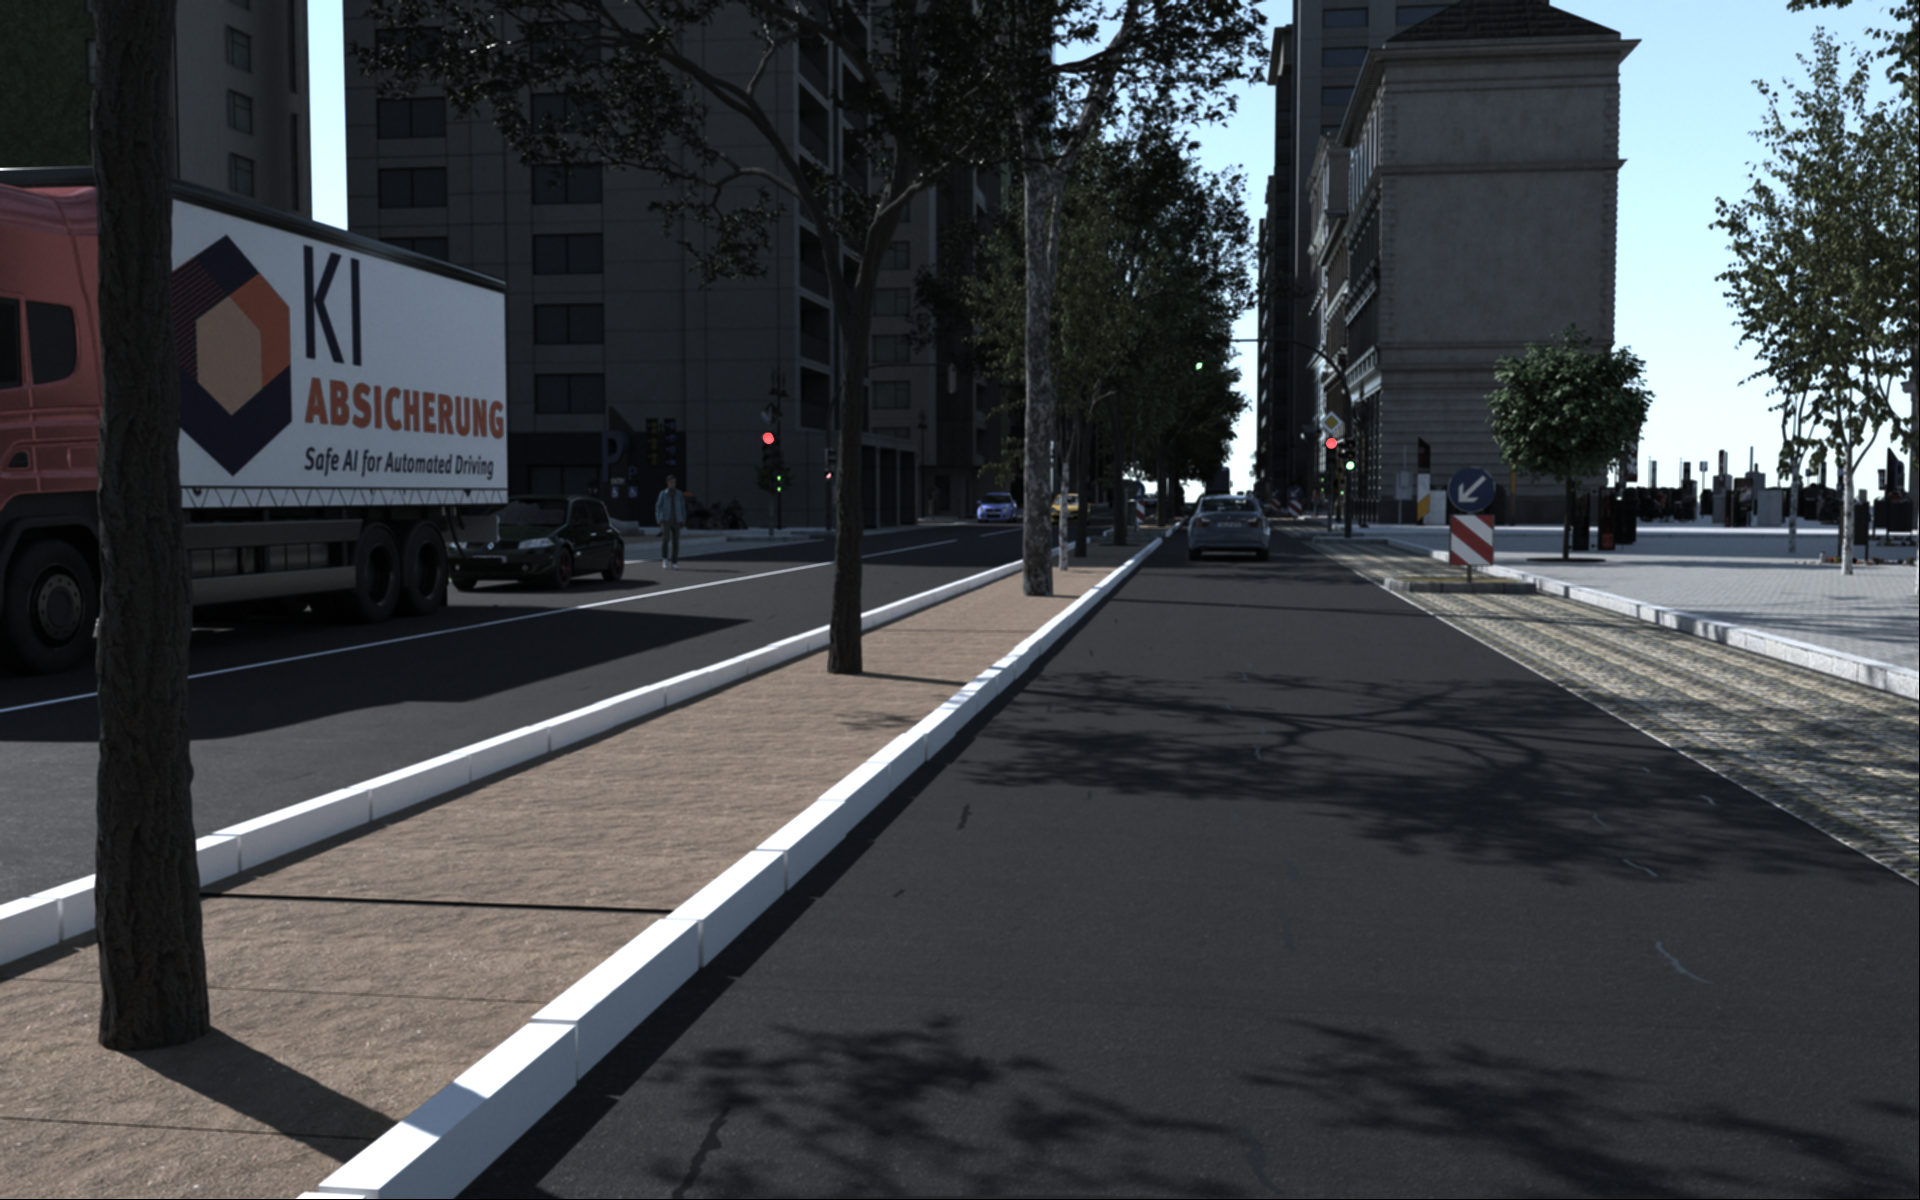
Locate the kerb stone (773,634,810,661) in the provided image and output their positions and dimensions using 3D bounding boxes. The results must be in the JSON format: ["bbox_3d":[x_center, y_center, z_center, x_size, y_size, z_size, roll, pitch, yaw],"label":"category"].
[{"bbox_3d":[-1.508,0.432,15.133,0.120,0.150,1.000,1,4,8],"label":"kerb stone"}]

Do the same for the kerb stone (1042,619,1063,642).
[{"bbox_3d":[0.874,0.324,16.890,0.120,0.150,1.000,1,4,8],"label":"kerb stone"}]

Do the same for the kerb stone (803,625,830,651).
[{"bbox_3d":[-1.352,0.370,16.150,0.120,0.150,1.000,1,4,8],"label":"kerb stone"}]

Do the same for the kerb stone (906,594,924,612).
[{"bbox_3d":[-0.616,0.060,21.216,0.120,0.150,1.000,1,4,8],"label":"kerb stone"}]

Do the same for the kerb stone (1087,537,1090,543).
[{"bbox_3d":[3.722,-1.742,50.681,0.120,0.150,1.000,1,4,8],"label":"kerb stone"}]

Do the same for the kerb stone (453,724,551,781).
[{"bbox_3d":[-2.404,0.803,9.060,0.120,0.150,1.000,1,4,8],"label":"kerb stone"}]

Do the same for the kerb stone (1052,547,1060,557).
[{"bbox_3d":[2.233,-1.121,40.531,0.120,0.150,1.000,1,4,8],"label":"kerb stone"}]

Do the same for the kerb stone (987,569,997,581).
[{"bbox_3d":[0.434,-0.373,28.328,0.120,0.150,1.000,1,4,8],"label":"kerb stone"}]

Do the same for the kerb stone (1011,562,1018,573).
[{"bbox_3d":[0.881,-0.561,31.366,0.120,0.150,1.000,1,4,8],"label":"kerb stone"}]

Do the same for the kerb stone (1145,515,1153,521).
[{"bbox_3d":[10.662,-4.630,97.893,0.120,0.150,1.000,1,4,8],"label":"kerb stone"}]

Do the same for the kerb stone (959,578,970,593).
[{"bbox_3d":[-0.015,-0.188,25.268,0.120,0.150,1.000,1,4,8],"label":"kerb stone"}]

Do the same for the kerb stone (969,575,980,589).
[{"bbox_3d":[0.143,-0.250,26.284,0.120,0.150,1.000,1,4,8],"label":"kerb stone"}]

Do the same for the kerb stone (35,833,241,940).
[{"bbox_3d":[-2.844,0.993,6.021,0.120,0.150,1.000,1,4,8],"label":"kerb stone"}]

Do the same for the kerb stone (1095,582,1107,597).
[{"bbox_3d":[1.915,-0.110,24.000,0.120,0.150,1.000,1,4,8],"label":"kerb stone"}]

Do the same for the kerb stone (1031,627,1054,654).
[{"bbox_3d":[0.731,0.386,15.878,0.120,0.150,1.000,1,4,8],"label":"kerb stone"}]

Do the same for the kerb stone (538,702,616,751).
[{"bbox_3d":[-2.246,0.742,10.070,0.120,0.150,1.000,1,4,8],"label":"kerb stone"}]

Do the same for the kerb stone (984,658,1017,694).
[{"bbox_3d":[0.284,0.572,12.838,0.120,0.150,1.000,1,4,8],"label":"kerb stone"}]

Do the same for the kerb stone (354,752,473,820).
[{"bbox_3d":[-2.547,0.866,8.048,0.120,0.150,1.000,1,4,8],"label":"kerb stone"}]

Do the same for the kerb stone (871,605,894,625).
[{"bbox_3d":[-0.910,0.186,19.186,0.120,0.150,1.000,1,4,8],"label":"kerb stone"}]

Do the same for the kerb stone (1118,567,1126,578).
[{"bbox_3d":[2.660,-0.421,29.082,0.120,0.150,1.000,1,4,8],"label":"kerb stone"}]

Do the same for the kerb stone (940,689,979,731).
[{"bbox_3d":[-0.023,0.705,10.808,0.120,0.150,1.000,1,4,8],"label":"kerb stone"}]

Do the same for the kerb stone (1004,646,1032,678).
[{"bbox_3d":[0.441,0.510,13.852,0.120,0.150,1.000,1,4,8],"label":"kerb stone"}]

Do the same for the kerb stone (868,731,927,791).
[{"bbox_3d":[-0.321,0.820,8.785,0.120,0.150,1.000,1,4,8],"label":"kerb stone"}]

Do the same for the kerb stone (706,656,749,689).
[{"bbox_3d":[-1.804,0.566,13.106,0.120,0.150,1.000,1,4,8],"label":"kerb stone"}]

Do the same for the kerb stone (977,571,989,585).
[{"bbox_3d":[0.286,-0.312,27.303,0.120,0.150,1.000,1,4,8],"label":"kerb stone"}]

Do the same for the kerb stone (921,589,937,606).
[{"bbox_3d":[-0.465,-0.002,22.227,0.120,0.150,1.000,1,4,8],"label":"kerb stone"}]

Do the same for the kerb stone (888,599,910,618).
[{"bbox_3d":[-0.761,0.123,20.204,0.120,0.150,1.000,1,4,8],"label":"kerb stone"}]

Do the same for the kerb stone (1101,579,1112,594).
[{"bbox_3d":[2.075,-0.172,25.010,0.120,0.150,1.000,1,4,8],"label":"kerb stone"}]

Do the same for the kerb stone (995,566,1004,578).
[{"bbox_3d":[0.585,-0.437,29.338,0.120,0.150,1.000,1,4,8],"label":"kerb stone"}]

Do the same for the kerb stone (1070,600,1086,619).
[{"bbox_3d":[1.323,0.139,19.924,0.120,0.150,1.000,1,4,8],"label":"kerb stone"}]

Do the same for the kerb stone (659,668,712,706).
[{"bbox_3d":[-1.950,0.619,12.093,0.120,0.150,1.000,1,4,8],"label":"kerb stone"}]

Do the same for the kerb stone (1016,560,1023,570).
[{"bbox_3d":[1.034,-0.617,32.377,0.120,0.150,1.000,1,4,8],"label":"kerb stone"}]

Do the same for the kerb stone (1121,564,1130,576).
[{"bbox_3d":[2.820,-0.483,30.094,0.120,0.150,1.000,1,4,8],"label":"kerb stone"}]

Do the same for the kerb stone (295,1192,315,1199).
[{"bbox_3d":[-1.217,1.193,2.684,0.120,0.150,1.000,1,4,8],"label":"kerb stone"}]

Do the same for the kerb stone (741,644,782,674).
[{"bbox_3d":[-1.652,0.501,14.121,0.120,0.150,1.000,1,4,8],"label":"kerb stone"}]

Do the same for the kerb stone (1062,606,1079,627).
[{"bbox_3d":[1.177,0.201,18.912,0.120,0.150,1.000,1,4,8],"label":"kerb stone"}]

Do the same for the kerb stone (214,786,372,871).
[{"bbox_3d":[-2.698,0.927,7.036,0.120,0.150,1.000,1,4,8],"label":"kerb stone"}]

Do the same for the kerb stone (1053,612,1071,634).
[{"bbox_3d":[1.022,0.263,17.902,0.120,0.150,1.000,1,4,8],"label":"kerb stone"}]

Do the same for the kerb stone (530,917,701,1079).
[{"bbox_3d":[-0.919,1.068,4.728,0.120,0.150,1.000,1,4,8],"label":"kerb stone"}]

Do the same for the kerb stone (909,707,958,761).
[{"bbox_3d":[-0.160,0.759,9.795,0.120,0.150,1.000,1,4,8],"label":"kerb stone"}]

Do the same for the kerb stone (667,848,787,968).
[{"bbox_3d":[-0.763,1.009,5.739,0.120,0.150,1.000,1,4,8],"label":"kerb stone"}]

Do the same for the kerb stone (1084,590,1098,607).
[{"bbox_3d":[1.621,0.014,21.970,0.120,0.150,1.000,1,4,8],"label":"kerb stone"}]

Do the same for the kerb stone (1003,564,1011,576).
[{"bbox_3d":[0.732,-0.499,30.350,0.120,0.150,1.000,1,4,8],"label":"kerb stone"}]

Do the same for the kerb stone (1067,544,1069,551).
[{"bbox_3d":[2.525,-1.240,42.555,0.120,0.150,1.000,1,4,8],"label":"kerb stone"}]

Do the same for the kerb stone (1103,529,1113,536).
[{"bbox_3d":[5.141,-2.333,60.338,0.120,0.150,1.000,1,4,8],"label":"kerb stone"}]

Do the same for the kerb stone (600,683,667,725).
[{"bbox_3d":[-2.108,0.680,11.083,0.120,0.150,1.000,1,4,8],"label":"kerb stone"}]

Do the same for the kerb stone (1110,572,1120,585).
[{"bbox_3d":[2.366,-0.296,27.038,0.120,0.150,1.000,1,4,8],"label":"kerb stone"}]

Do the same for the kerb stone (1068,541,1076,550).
[{"bbox_3d":[2.972,-1.431,45.596,0.120,0.150,1.000,1,4,8],"label":"kerb stone"}]

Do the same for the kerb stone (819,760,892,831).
[{"bbox_3d":[-0.469,0.882,7.768,0.120,0.150,1.000,1,4,8],"label":"kerb stone"}]

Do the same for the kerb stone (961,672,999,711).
[{"bbox_3d":[0.128,0.635,11.819,0.120,0.150,1.000,1,4,8],"label":"kerb stone"}]

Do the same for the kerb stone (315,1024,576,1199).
[{"bbox_3d":[-1.062,1.134,3.709,0.120,0.150,1.000,1,4,8],"label":"kerb stone"}]

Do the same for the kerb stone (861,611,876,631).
[{"bbox_3d":[-1.062,0.246,18.174,0.120,0.150,1.000,1,4,8],"label":"kerb stone"}]

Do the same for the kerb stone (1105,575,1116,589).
[{"bbox_3d":[2.218,-0.234,26.023,0.120,0.150,1.000,1,4,8],"label":"kerb stone"}]

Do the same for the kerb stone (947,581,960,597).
[{"bbox_3d":[-0.167,-0.126,24.249,0.120,0.150,1.000,1,4,8],"label":"kerb stone"}]

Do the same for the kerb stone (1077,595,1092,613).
[{"bbox_3d":[1.470,0.077,20.942,0.120,0.150,1.000,1,4,8],"label":"kerb stone"}]

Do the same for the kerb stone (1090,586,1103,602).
[{"bbox_3d":[1.771,-0.048,22.988,0.120,0.150,1.000,1,4,8],"label":"kerb stone"}]

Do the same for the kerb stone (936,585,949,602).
[{"bbox_3d":[-0.311,-0.064,23.237,0.120,0.150,1.000,1,4,8],"label":"kerb stone"}]

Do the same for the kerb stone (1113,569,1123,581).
[{"bbox_3d":[2.512,-0.358,28.054,0.120,0.150,1.000,1,4,8],"label":"kerb stone"}]

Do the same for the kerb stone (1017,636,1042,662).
[{"bbox_3d":[0.573,0.448,14.866,0.120,0.150,1.000,1,4,8],"label":"kerb stone"}]

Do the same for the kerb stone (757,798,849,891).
[{"bbox_3d":[-0.609,0.944,6.753,0.120,0.150,1.000,1,4,8],"label":"kerb stone"}]
